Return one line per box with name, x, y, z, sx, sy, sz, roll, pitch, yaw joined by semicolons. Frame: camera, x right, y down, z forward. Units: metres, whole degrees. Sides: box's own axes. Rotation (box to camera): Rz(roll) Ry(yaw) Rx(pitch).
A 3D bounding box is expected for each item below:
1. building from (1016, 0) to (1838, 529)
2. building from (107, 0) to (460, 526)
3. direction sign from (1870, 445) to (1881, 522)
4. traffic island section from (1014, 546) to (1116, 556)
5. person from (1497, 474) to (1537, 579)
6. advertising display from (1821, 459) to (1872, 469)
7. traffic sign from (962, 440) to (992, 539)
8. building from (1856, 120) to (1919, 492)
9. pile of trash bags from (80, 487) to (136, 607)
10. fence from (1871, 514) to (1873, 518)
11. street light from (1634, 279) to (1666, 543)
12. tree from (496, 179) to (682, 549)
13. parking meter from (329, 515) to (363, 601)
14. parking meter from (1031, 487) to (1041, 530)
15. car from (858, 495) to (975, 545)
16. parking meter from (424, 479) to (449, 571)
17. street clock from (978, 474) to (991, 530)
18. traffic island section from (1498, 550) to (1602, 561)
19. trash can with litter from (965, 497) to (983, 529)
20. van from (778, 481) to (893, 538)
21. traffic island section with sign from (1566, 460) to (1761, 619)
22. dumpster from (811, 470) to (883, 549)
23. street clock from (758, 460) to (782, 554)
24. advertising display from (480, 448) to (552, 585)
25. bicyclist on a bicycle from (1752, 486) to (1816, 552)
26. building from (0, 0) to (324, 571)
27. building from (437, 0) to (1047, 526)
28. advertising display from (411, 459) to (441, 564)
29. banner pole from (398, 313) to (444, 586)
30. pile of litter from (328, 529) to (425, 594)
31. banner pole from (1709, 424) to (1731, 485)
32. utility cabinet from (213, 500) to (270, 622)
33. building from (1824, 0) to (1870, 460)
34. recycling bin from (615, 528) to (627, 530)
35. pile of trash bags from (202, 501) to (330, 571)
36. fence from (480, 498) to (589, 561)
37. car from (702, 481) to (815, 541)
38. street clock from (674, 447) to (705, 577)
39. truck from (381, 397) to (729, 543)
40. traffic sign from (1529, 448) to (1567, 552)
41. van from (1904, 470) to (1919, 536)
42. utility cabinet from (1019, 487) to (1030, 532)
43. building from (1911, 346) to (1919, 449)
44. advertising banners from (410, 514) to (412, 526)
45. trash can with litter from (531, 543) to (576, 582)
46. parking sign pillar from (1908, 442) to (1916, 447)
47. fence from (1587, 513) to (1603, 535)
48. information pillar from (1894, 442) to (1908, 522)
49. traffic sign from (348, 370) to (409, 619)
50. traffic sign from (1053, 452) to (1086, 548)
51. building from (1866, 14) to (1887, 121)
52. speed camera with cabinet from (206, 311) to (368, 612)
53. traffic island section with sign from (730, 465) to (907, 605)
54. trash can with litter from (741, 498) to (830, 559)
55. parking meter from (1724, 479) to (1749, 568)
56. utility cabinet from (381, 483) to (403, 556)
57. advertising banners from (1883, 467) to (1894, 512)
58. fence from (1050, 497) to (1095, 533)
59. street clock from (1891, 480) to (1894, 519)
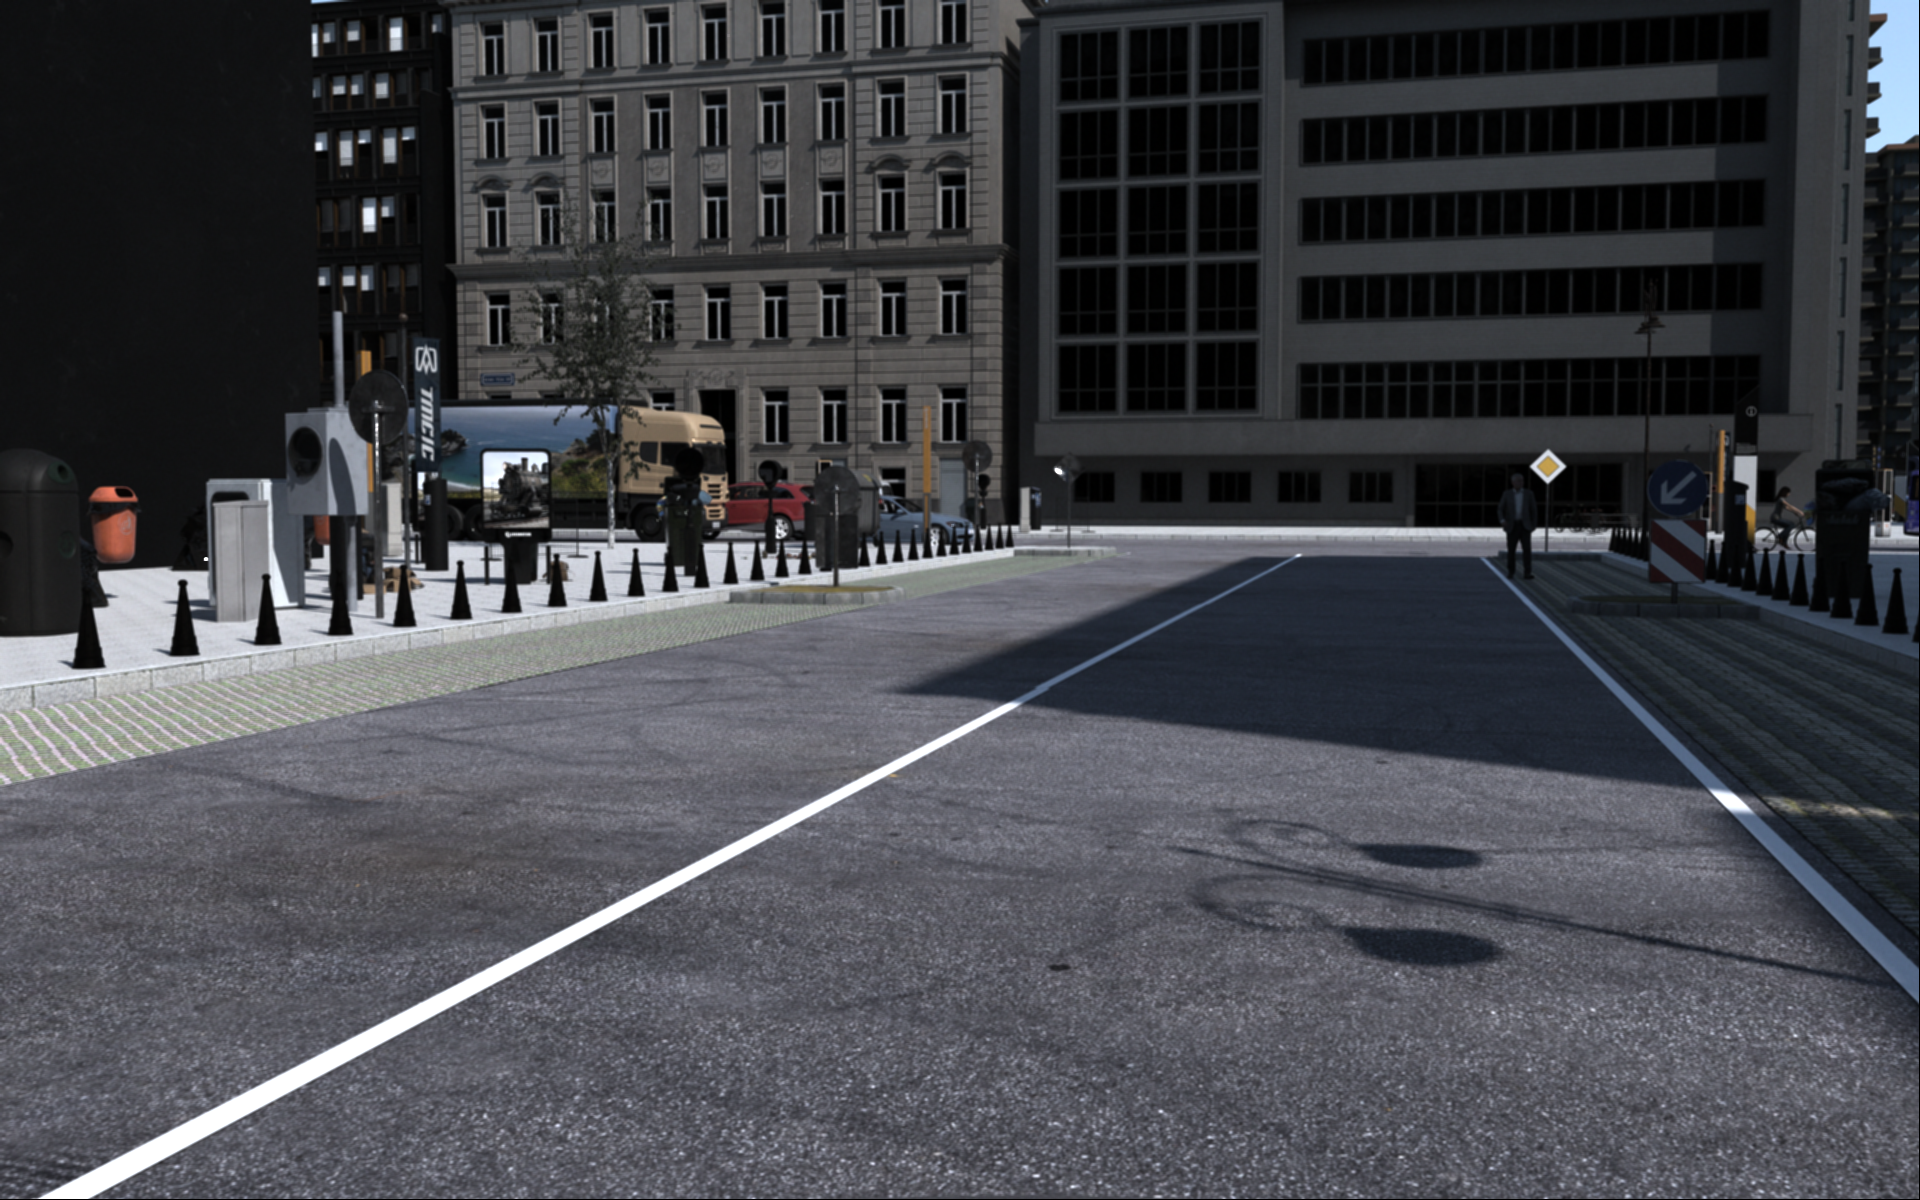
building;18.211;-15.415;71.103;30.058;24.678;14.314;1;4;15
building;-28.931;-15.453;82.326;15.834;23.373;12.332;1;4;15
direction sign;42.219;-5.375;79.886;0.876;3.537;0.379;-3;5;-40
traffic island section;2.561;-1.150;41.078;2.009;0.180;2.903;1;4;15
person;9.408;-1.238;29.142;0.661;1.777;0.834;0;4;2
advertising display;16.507;-1.657;32.304;0.123;1.923;0.974;-2;4;-25
traffic sign;0.390;-2.502;41.007;0.768;2.556;0.104;1;4;20
building;118.985;-34.173;213.348;28.867;44.769;22.147;1;4;15
pile of trash bags;-10.567;-0.605;19.652;1.912;1.369;3.447;1;4;11
fence;43.014;-4.160;83.396;0.278;0.683;2.069;-3;5;-41
street light;14.831;-3.949;37.357;0.468;5.910;1.993;1;4;15
tree;-8.307;-5.496;40.221;4.360;8.622;3.978;0;3;0
parking meter;-7.431;-0.767;20.953;0.372;1.533;0.369;0;3;0
parking meter;2.703;-3.264;61.783;0.372;1.533;0.369;0;3;0
car;-1.838;-2.078;45.985;4.499;1.417;2.014;1;4;16
parking meter;-8.762;-1.258;28.971;0.372;1.533;0.369;0;3;0
street clock;0.846;-3.556;62.712;0.471;2.002;0.358;2;4;25
traffic island section;12.995;-0.982;38.329;2.009;0.180;2.903;1;4;15
trash can with litter;0.442;-2.955;59.696;0.624;1.170;1.055;0;4;8
van;-4.184;-3.002;56.086;4.112;2.044;2.013;1;4;14
traffic island section with sign;8.401;-0.747;20.840;1.989;1.847;2.006;1;4;15
dumpster;-2.697;-2.180;41.403;1.264;1.857;1.865;1;4;15
street clock;-4.070;-1.996;37.209;0.471;2.002;0.358;1;4;20
advertising display;-6.274;-1.181;24.515;0.974;1.923;0.123;-1;4;-12
bicyclist on a bicycle;20.075;-1.960;42.072;1.625;1.676;1.499;1;4;13
building;-21.968;-12.257;30.088;15.834;23.373;12.332;1;4;15
building;-8.707;-17.115;77.101;25.104;27.353;12.463;1;4;15
advertising display;-9.888;-1.646;32.126;0.123;1.923;0.974;1;4;9
banner pole;-7.590;-2.097;24.302;0.401;3.779;0.863;2;4;34
pile of litter;-7.662;-0.548;22.929;1.176;0.858;1.719;1;4;23
banner pole;26.927;-4.377;61.586;0.863;3.779;0.401;1;4;23
utility cabinet;-7.380;-0.406;17.802;0.306;1.237;1.020;0;4;-8
building;57.427;-27.162;127.699;14.154;41.232;14.086;1;4;15
recycling bin;-12.042;-3.072;62.782;0.722;1.027;0.722;1;4;17
pile of trash bags;-11.528;-1.179;29.024;3.447;1.369;1.912;2;4;29
fence;-8.397;-1.408;34.218;0.480;1.192;2.264;3;4;39
car;-6.626;-2.749;53.616;5.304;1.827;2.281;1;4;16
street clock;-4.208;-1.370;26.977;0.471;2.002;0.358;0;4;-8
truck;-11.907;-3.848;51.830;11.283;4.237;2.839;1;4;15
traffic sign;12.970;-2.117;38.258;0.795;2.450;0.064;1;4;15
van;26.810;-2.392;43.496;5.245;2.365;2.240;1;4;15
utility cabinet;2.126;-2.985;57.486;0.318;1.500;1.173;0;4;-1
building;105.262;-51.436;153.657;31.000;86.520;22.319;1;4;15
advertising banners;-19.872;-4.263;65.880;2.074;3.025;0.090;0;4;-1
trash can with litter;-6.234;-0.868;25.586;1.055;1.170;0.624;-1;4;-14
parking sign pillar;48.693;-6.100;88.206;1.447;3.967;1.447;-1;4;-17
fence;20.188;-2.427;55.057;0.278;0.683;2.069;2;4;27
information pillar;42.748;-5.341;78.673;0.504;3.616;0.183;3;5;44
traffic sign;-5.989;-1.082;17.802;0.768;2.556;0.104;1;4;22
traffic sign;2.585;-2.285;41.010;0.795;2.450;0.064;1;4;15
building;71.099;-30.964;160.888;22.147;44.769;28.867;1;4;15
speed camera with cabinet;-7.434;-1.512;19.059;2.038;3.252;0.660;2;4;31
traffic island section with sign;-1.799;-0.893;23.221;1.989;1.847;2.006;1;4;15
trash can with litter;-3.243;-1.441;34.621;2.233;1.210;1.678;0;4;-5
parking meter;13.459;-1.323;30.042;0.372;1.533;0.369;0;3;0
utility cabinet;-11.867;-1.658;35.789;0.318;1.500;1.173;-2;4;-35
advertising banners;60.488;-7.094;112.178;0.090;3.025;2.074;-1;4;-12
fence;3.806;-2.903;58.667;0.480;1.192;2.264;-2;4;-27
street clock;47.343;-5.108;88.089;0.358;2.002;0.471;2;4;32
